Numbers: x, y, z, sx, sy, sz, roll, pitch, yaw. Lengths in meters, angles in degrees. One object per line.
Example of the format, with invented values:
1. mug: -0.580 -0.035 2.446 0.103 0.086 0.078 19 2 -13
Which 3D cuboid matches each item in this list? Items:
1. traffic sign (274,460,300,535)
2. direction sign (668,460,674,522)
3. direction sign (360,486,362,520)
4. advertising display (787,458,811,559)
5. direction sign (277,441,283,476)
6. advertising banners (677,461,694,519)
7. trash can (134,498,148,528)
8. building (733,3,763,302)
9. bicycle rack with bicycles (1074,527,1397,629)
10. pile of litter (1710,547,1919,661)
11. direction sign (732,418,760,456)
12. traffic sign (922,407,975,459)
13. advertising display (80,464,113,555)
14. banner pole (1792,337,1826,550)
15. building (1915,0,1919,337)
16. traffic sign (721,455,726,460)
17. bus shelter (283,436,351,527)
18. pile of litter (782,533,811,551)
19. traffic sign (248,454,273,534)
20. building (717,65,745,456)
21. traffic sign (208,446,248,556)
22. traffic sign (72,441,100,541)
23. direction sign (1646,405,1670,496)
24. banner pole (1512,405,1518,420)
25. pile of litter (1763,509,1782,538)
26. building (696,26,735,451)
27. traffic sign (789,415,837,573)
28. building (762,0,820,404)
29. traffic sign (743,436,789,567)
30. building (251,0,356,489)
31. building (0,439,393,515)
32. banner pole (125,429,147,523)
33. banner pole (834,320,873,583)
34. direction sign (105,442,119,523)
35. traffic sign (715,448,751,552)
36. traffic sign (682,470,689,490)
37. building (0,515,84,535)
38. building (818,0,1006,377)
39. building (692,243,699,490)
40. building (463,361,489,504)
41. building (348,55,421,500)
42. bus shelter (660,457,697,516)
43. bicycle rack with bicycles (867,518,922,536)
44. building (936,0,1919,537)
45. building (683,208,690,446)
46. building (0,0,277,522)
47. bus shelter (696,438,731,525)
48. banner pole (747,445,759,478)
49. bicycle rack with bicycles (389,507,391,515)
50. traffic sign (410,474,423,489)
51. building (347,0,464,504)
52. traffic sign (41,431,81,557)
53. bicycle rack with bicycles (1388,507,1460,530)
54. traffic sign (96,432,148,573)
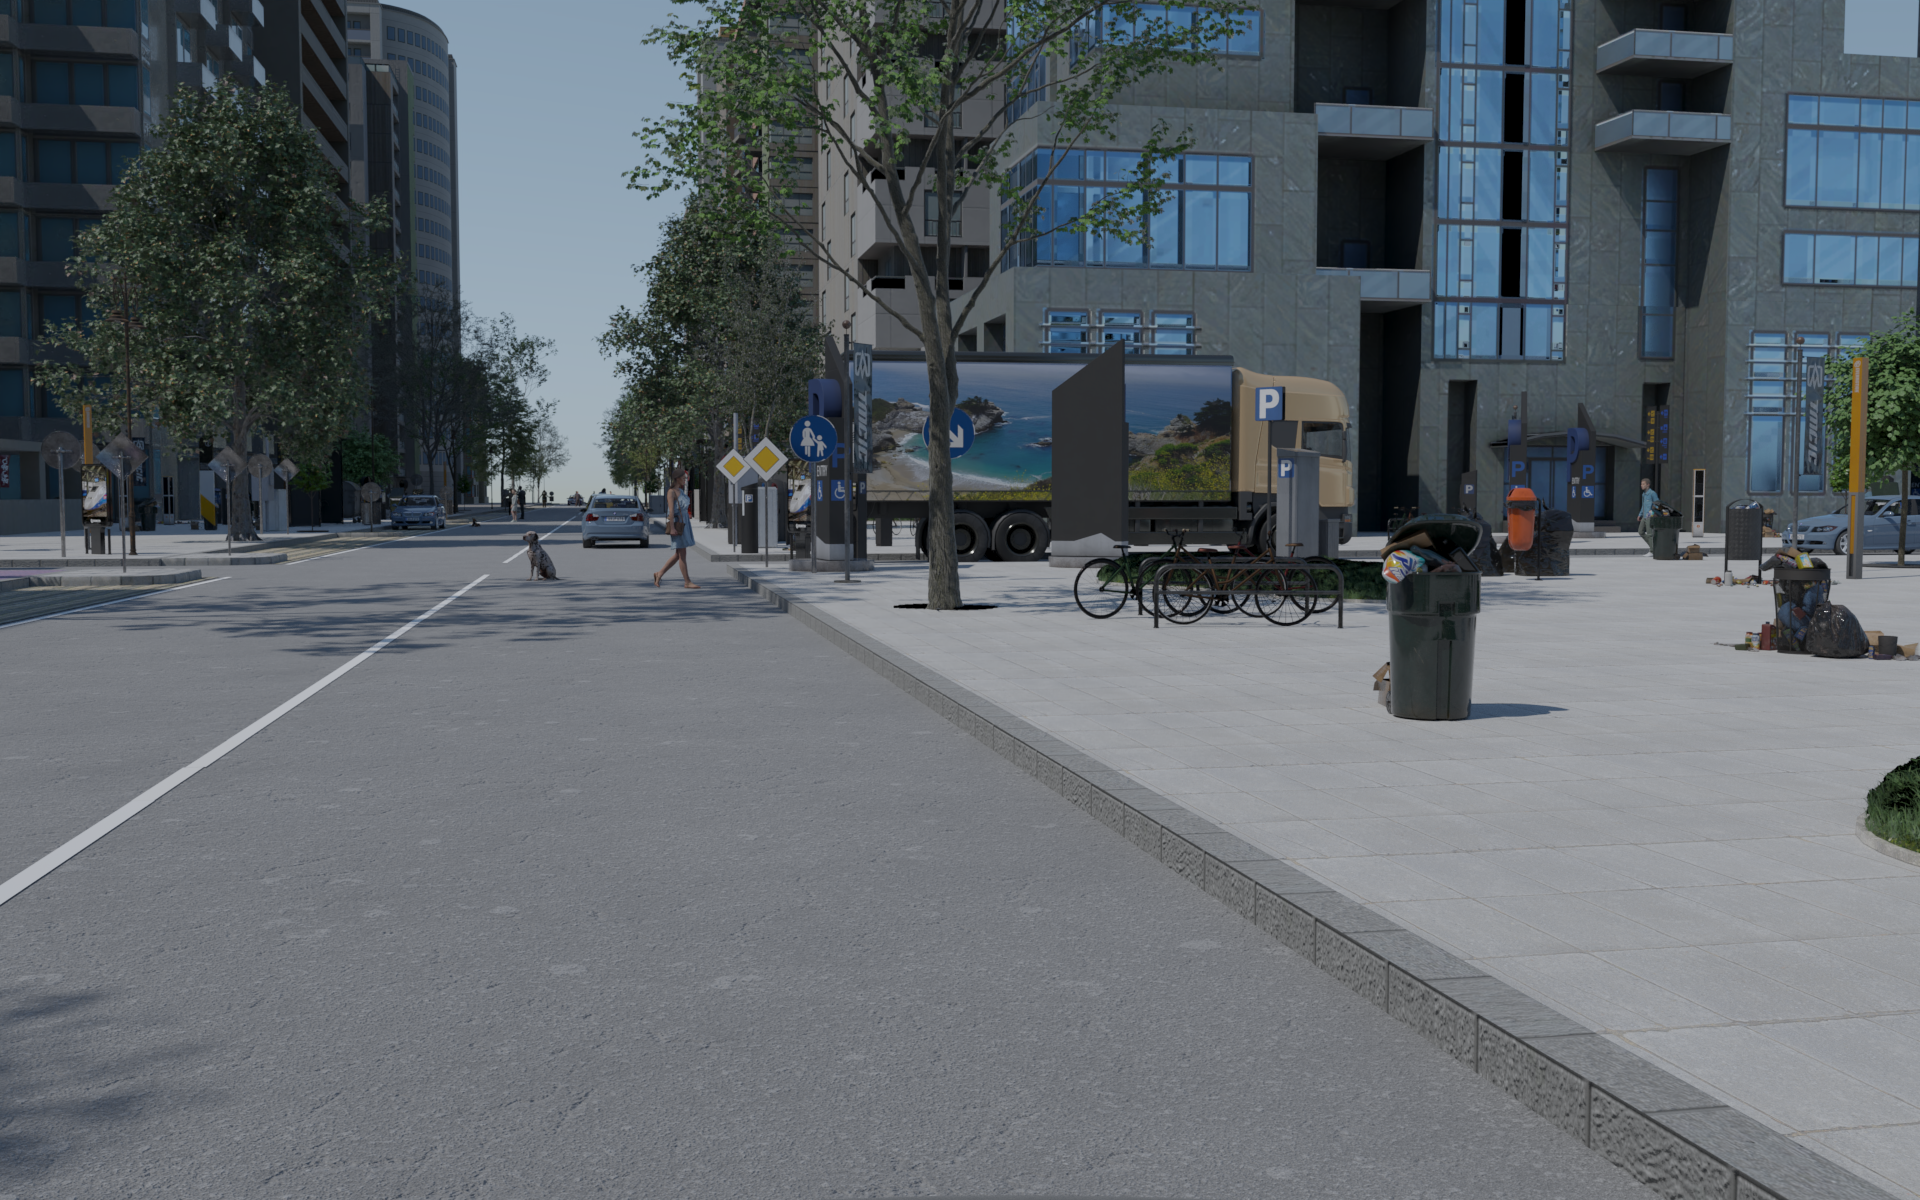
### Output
1. traffic sign: -21.301 -3.281 54.836 0.795 2.450 0.064 -1 4 -10
2. direction sign: -12.999 -5.260 78.000 0.379 3.537 0.876 0 4 2
3. direction sign: -29.364 -5.677 84.812 0.876 3.537 0.379 -3 4 -37
4. advertising display: -2.809 -1.573 30.938 0.123 1.923 0.974 -2 4 -34
5. direction sign: -28.806 -5.035 74.320 0.876 3.537 0.379 -1 4 -9
6. advertising banners: -13.858 -5.654 88.632 0.090 3.025 2.074 2 4 26
7. trash can: -30.423 -3.222 64.332 0.748 1.137 0.748 0 3 0
8. building: -8.489 -30.494 153.207 22.147 44.769 28.867 -1 4 -11
9. bicycle rack with bicycles: 2.614 -0.254 17.539 2.925 0.926 2.852 0 4 2
10. pile of litter: 6.979 -0.008 14.092 1.176 0.858 1.719 -1 4 -10
11. direction sign: -6.395 -3.657 51.792 0.876 3.537 0.379 1 4 13
12. traffic sign: -0.166 -1.538 25.255 0.768 2.556 0.104 0 4 -3
13. advertising display: -18.350 -1.934 36.828 0.974 1.923 0.123 2 4 33
14. banner pole: 13.566 -2.308 27.756 0.863 3.779 0.401 -2 4 -29
15. building: 45.603 -23.172 62.449 14.086 41.232 14.154 -1 4 -11
16. traffic sign: -7.208 -3.342 54.753 0.768 2.556 0.104 0 4 -7
17. bus shelter: -26.078 -4.842 70.451 1.731 3.624 6.357 -1 4 -12
18. pile of litter: -3.417 -1.548 39.276 1.176 0.858 1.719 -1 4 -15
19. traffic sign: -22.196 -3.355 54.961 0.768 2.556 0.104 0 4 -7
20. building: -16.819 -32.008 173.438 14.600 45.320 14.200 -1 4 -11
21. traffic sign: -15.209 -1.980 36.019 0.795 2.450 0.064 -1 4 -11
22. traffic sign: -20.858 -2.518 41.280 0.768 2.556 0.104 0 4 -6
23. direction sign: 17.887 -3.209 44.469 0.379 3.537 0.876 -1 4 -13
24. banner pole: 15.541 -3.588 48.673 0.401 3.779 0.863 2 4 26
25. pile of litter: 23.777 -2.291 51.428 1.176 0.858 1.719 -1 4 -9
26. building: -23.714 -41.915 227.310 21.231 58.520 28.212 -1 4 -11
27. traffic sign: -2.359 -1.702 27.933 0.768 2.556 0.104 0 4 -3
28. building: -7.996 -27.360 130.925 14.154 41.232 14.086 -1 4 -11
29. traffic sign: -3.383 -1.627 30.237 0.795 2.450 0.064 -1 4 -11
30. building: -53.280 -30.067 115.302 21.300 48.544 21.600 -1 4 -11
31. building: -62.652 -27.217 136.879 32.217 40.220 23.993 -1 4 -11
32. banner pole: -31.924 -4.710 67.023 0.863 3.779 0.401 -2 4 -27
33. banner pole: -1.506 -2.153 25.217 0.401 3.779 0.863 2 4 33
34. direction sign: -37.120 -5.139 76.021 0.379 3.537 0.876 1 4 23
35. traffic sign: -4.968 -2.105 38.064 0.795 2.450 0.064 -1 4 -11
36. traffic sign: -14.365 -5.467 89.490 0.768 2.556 0.104 -1 4 -8
37. building: -46.470 -22.135 53.784 32.217 40.220 23.993 -1 4 -11
38. building: 6.767 -31.179 99.010 28.713 52.752 27.495 -1 4 -11
39. building: -31.785 -34.527 248.117 14.154 41.232 14.086 -1 4 -11
40. building: -80.031 -24.000 237.439 27.650 21.520 28.899 -1 4 -11
41. building: -57.341 -28.976 157.356 14.154 41.232 14.086 -1 4 -11
42. bus shelter: -15.882 -6.359 97.889 2.014 3.302 5.546 -1 4 -11
43. bicycle rack with bicycles: -1.602 -2.451 53.463 2.852 0.926 2.925 1 4 23
44. building: 14.502 -45.755 60.774 31.000 86.520 22.319 -1 4 -11
45. building: -34.665 -37.484 262.967 14.600 45.320 14.200 -1 4 -11
46. building: -49.072 -28.715 89.096 23.786 49.044 30.456 -1 4 -11
47. bus shelter: -10.754 -5.159 75.625 1.731 3.624 6.357 -1 4 -11
48. banner pole: -9.383 -5.395 78.227 0.863 3.779 0.401 2 4 24
49. bicycle rack with bicycles: -32.145 -5.452 102.527 2.925 0.926 2.852 -2 4 -31
50. traffic sign: -34.014 -6.626 108.444 0.768 2.556 0.104 0 4 -5
51. building: -72.171 -40.750 208.269 21.231 58.520 28.212 -1 4 -11
52. traffic sign: -18.201 -2.140 35.092 0.768 2.556 0.104 -1 4 -9
53. bicycle rack with bicycles: 12.787 -2.077 47.345 2.925 0.926 2.852 -2 4 -32
54. traffic sign: -13.624 -1.501 28.192 0.795 2.450 0.064 -1 4 -11
